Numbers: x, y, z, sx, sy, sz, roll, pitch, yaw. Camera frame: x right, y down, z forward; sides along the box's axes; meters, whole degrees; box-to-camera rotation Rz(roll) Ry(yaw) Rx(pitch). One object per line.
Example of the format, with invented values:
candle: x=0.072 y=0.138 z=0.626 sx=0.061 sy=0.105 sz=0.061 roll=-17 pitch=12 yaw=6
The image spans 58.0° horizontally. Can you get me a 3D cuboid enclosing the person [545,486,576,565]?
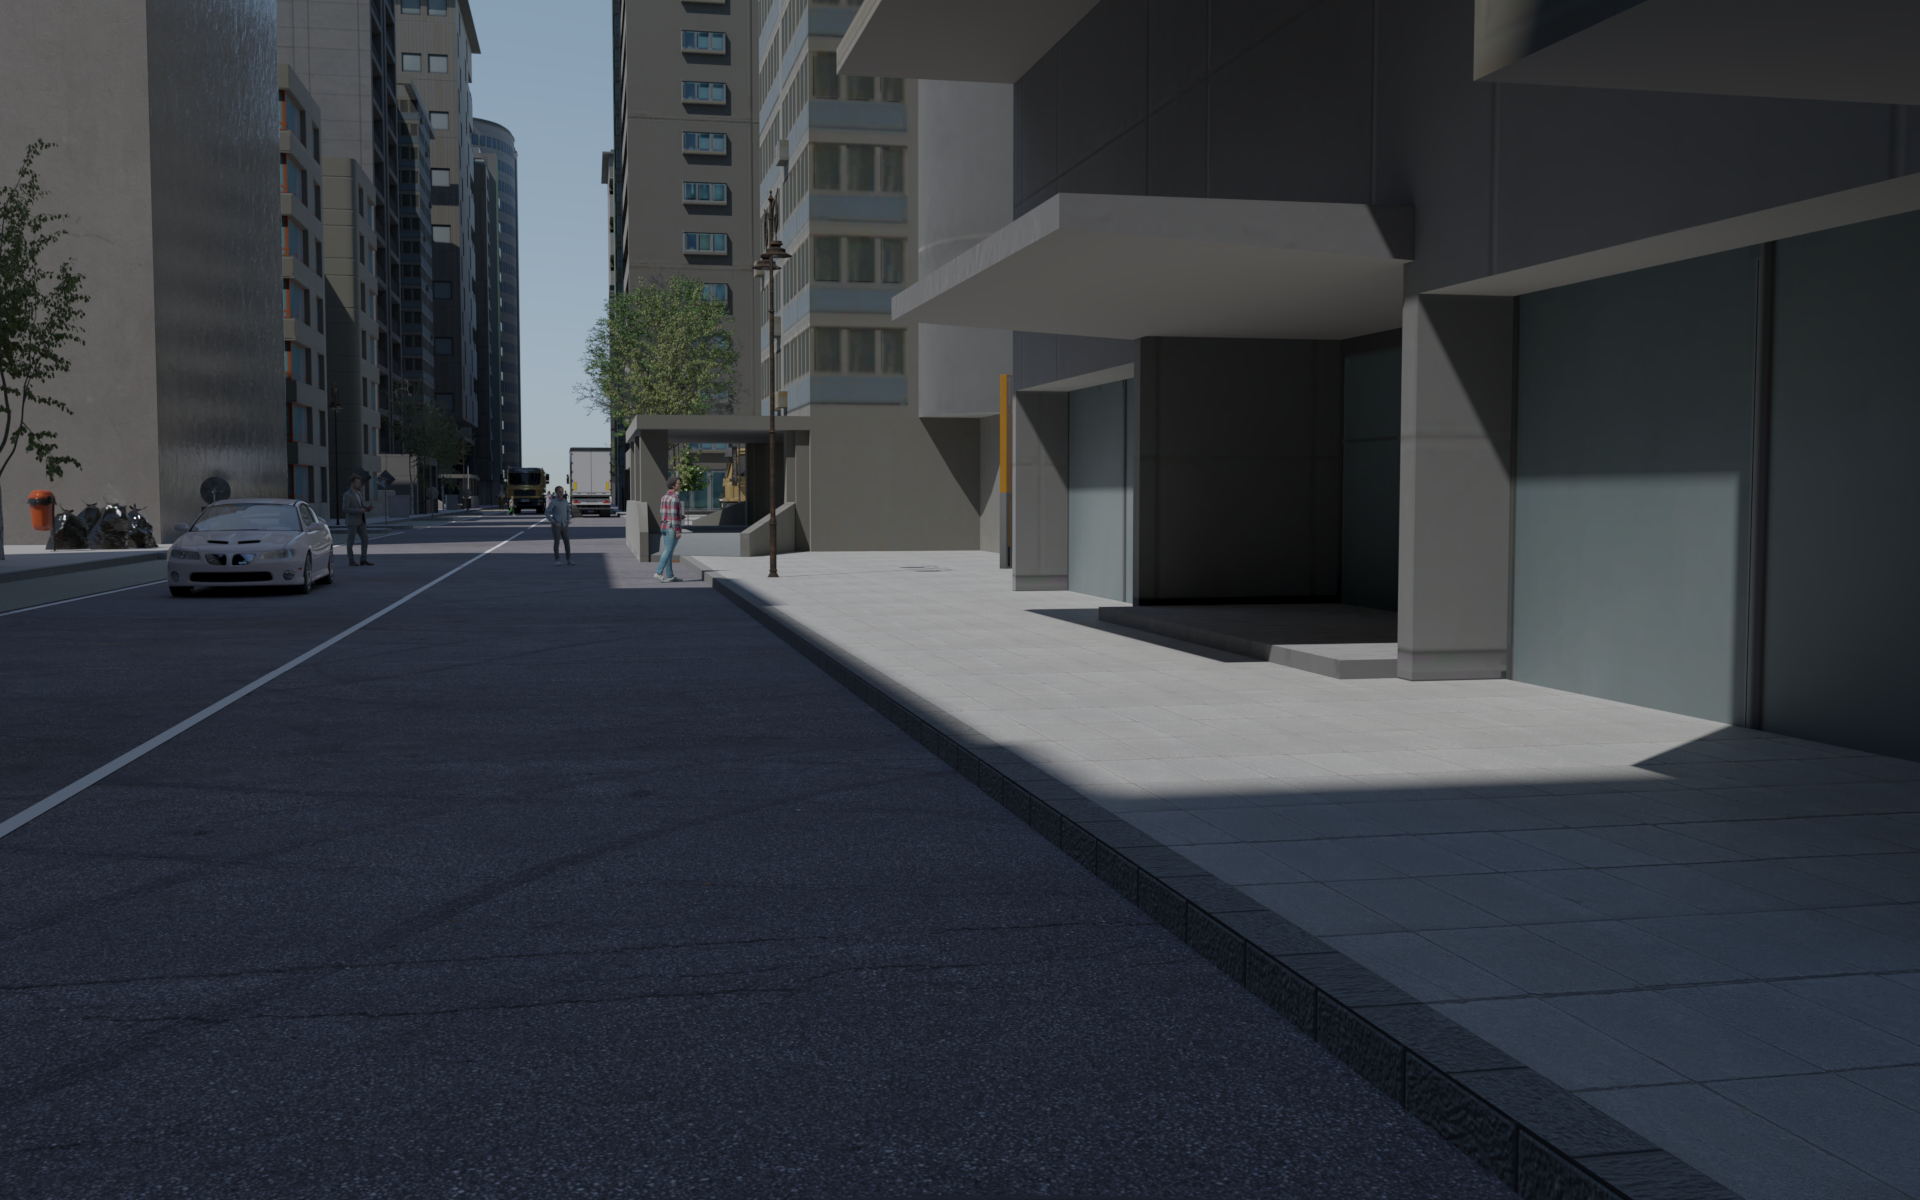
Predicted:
person: x=-8.060 y=-1.503 z=34.891 sx=0.589 sy=1.601 sz=0.330 roll=-2 pitch=4 yaw=-34

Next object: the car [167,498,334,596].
car: x=-10.579 y=-0.837 z=26.049 sx=2.083 sy=1.381 sz=4.827 roll=-1 pitch=4 yaw=-14

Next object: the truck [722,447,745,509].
truck: x=-5.707 y=-4.618 z=71.425 sx=9.791 sy=3.379 sz=3.469 roll=-1 pitch=4 yaw=-11

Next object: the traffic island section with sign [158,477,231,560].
traffic island section with sign: x=-16.669 y=-1.839 z=38.700 sx=1.989 sy=1.847 sz=2.006 roll=-1 pitch=4 yaw=-12

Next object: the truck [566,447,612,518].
truck: x=-23.327 y=-7.352 z=109.121 sx=2.839 sy=4.237 sz=11.283 roll=-1 pitch=4 yaw=-13

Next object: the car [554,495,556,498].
car: x=-44.752 y=-10.781 z=188.844 sx=1.945 sy=1.354 sz=3.894 roll=-1 pitch=4 yaw=-11

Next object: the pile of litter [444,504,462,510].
pile of litter: x=-42.065 y=-7.957 z=144.055 sx=1.719 sy=0.858 sz=1.176 roll=-1 pitch=4 yaw=-19

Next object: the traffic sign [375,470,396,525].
traffic sign: x=-23.595 y=-4.131 z=71.178 sx=0.795 sy=2.450 sz=0.064 roll=-1 pitch=4 yaw=-12

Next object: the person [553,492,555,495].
person: x=-63.182 y=-15.876 z=268.792 sx=1.217 sy=1.743 sz=0.721 roll=2 pitch=4 yaw=27

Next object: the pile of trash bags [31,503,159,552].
pile of trash bags: x=-20.267 y=-1.853 z=40.054 sx=1.912 sy=1.369 sz=3.447 roll=0 pitch=4 yaw=7

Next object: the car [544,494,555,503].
car: x=-39.056 y=-9.422 z=163.829 sx=2.009 sy=1.686 sz=4.222 roll=-1 pitch=4 yaw=-12

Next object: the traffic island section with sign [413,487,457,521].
traffic island section with sign: x=-28.311 y=-5.165 z=93.070 sx=1.989 sy=1.847 sz=2.006 roll=-1 pitch=4 yaw=-12

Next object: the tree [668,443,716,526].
tree: x=-9.894 y=-4.175 z=62.861 sx=1.663 sy=3.219 sz=1.824 roll=0 pitch=3 yaw=0

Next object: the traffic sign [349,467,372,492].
traffic sign: x=-21.922 y=-3.653 z=63.370 sx=0.795 sy=2.450 sz=0.064 roll=-1 pitch=4 yaw=-12

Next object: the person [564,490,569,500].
person: x=-42.737 y=-10.958 z=187.643 sx=1.348 sy=1.826 sz=0.705 roll=3 pitch=4 yaw=38

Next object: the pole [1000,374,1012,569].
pole: x=0.789 y=-2.189 z=29.642 sx=0.158 sy=3.312 sz=0.155 roll=0 pitch=3 yaw=0

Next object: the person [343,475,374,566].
person: x=-12.000 y=-1.584 z=34.594 sx=0.583 sy=1.804 sz=0.606 roll=1 pitch=4 yaw=11

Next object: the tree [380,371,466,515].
tree: x=-32.628 y=-9.379 z=103.711 sx=4.360 sy=8.622 sz=3.978 roll=0 pitch=3 yaw=0

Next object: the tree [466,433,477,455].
tree: x=-40.183 y=-11.297 z=135.061 sx=4.360 sy=8.622 sz=3.978 roll=0 pitch=3 yaw=0

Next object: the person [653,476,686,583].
person: x=-4.736 y=-1.153 z=28.189 sx=0.643 sy=1.720 sz=0.563 roll=-2 pitch=4 yaw=-27

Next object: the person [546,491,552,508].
person: x=-37.105 y=-9.008 z=156.443 sx=0.621 sy=1.740 sz=0.551 roll=1 pitch=4 yaw=18

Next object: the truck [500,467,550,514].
truck: x=-31.978 y=-8.068 z=127.833 sx=3.469 sy=3.379 sz=9.791 roll=-1 pitch=4 yaw=-12

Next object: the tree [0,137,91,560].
tree: x=-18.618 y=-5.068 z=33.223 sx=4.737 sy=8.622 sz=4.395 roll=0 pitch=3 yaw=0

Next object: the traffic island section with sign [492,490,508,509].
traffic island section with sign: x=-44.532 y=-9.791 z=168.713 sx=1.989 sy=1.847 sz=2.006 roll=-1 pitch=4 yaw=-12

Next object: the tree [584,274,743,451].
tree: x=-13.814 y=-9.485 z=80.843 sx=9.928 sy=11.665 sz=9.643 roll=0 pitch=3 yaw=0

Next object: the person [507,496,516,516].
person: x=-29.560 y=-6.198 z=114.088 sx=0.590 sy=1.304 sz=0.306 roll=0 pitch=4 yaw=-2

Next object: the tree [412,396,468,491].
tree: x=-39.139 y=-10.948 z=129.366 sx=4.737 sy=8.622 sz=4.395 roll=0 pitch=3 yaw=0

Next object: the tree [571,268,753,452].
tree: x=-16.182 y=-11.254 z=94.374 sx=12.009 sy=13.543 sz=11.850 roll=0 pitch=3 yaw=0

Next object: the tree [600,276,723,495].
tree: x=-9.657 y=-6.564 z=57.689 sx=4.737 sy=8.622 sz=4.395 roll=0 pitch=3 yaw=0

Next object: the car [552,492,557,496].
car: x=-69.031 y=-17.612 z=296.622 sx=2.281 sy=1.827 sz=5.304 roll=-1 pitch=4 yaw=-13

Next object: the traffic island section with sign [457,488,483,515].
traffic island section with sign: x=-33.998 y=-6.786 z=119.571 sx=1.989 sy=1.847 sz=2.006 roll=-1 pitch=4 yaw=-12

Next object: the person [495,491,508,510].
person: x=-41.404 y=-8.999 z=156.369 sx=1.217 sy=1.736 sz=0.721 roll=-1 pitch=4 yaw=-9

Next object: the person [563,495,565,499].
person: x=-40.688 y=-10.177 z=178.115 sx=0.599 sy=1.433 sz=0.991 roll=-3 pitch=4 yaw=-39

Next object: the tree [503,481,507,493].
tree: x=-58.043 y=-13.741 z=219.269 sx=1.663 sy=3.219 sz=1.824 roll=0 pitch=3 yaw=0
